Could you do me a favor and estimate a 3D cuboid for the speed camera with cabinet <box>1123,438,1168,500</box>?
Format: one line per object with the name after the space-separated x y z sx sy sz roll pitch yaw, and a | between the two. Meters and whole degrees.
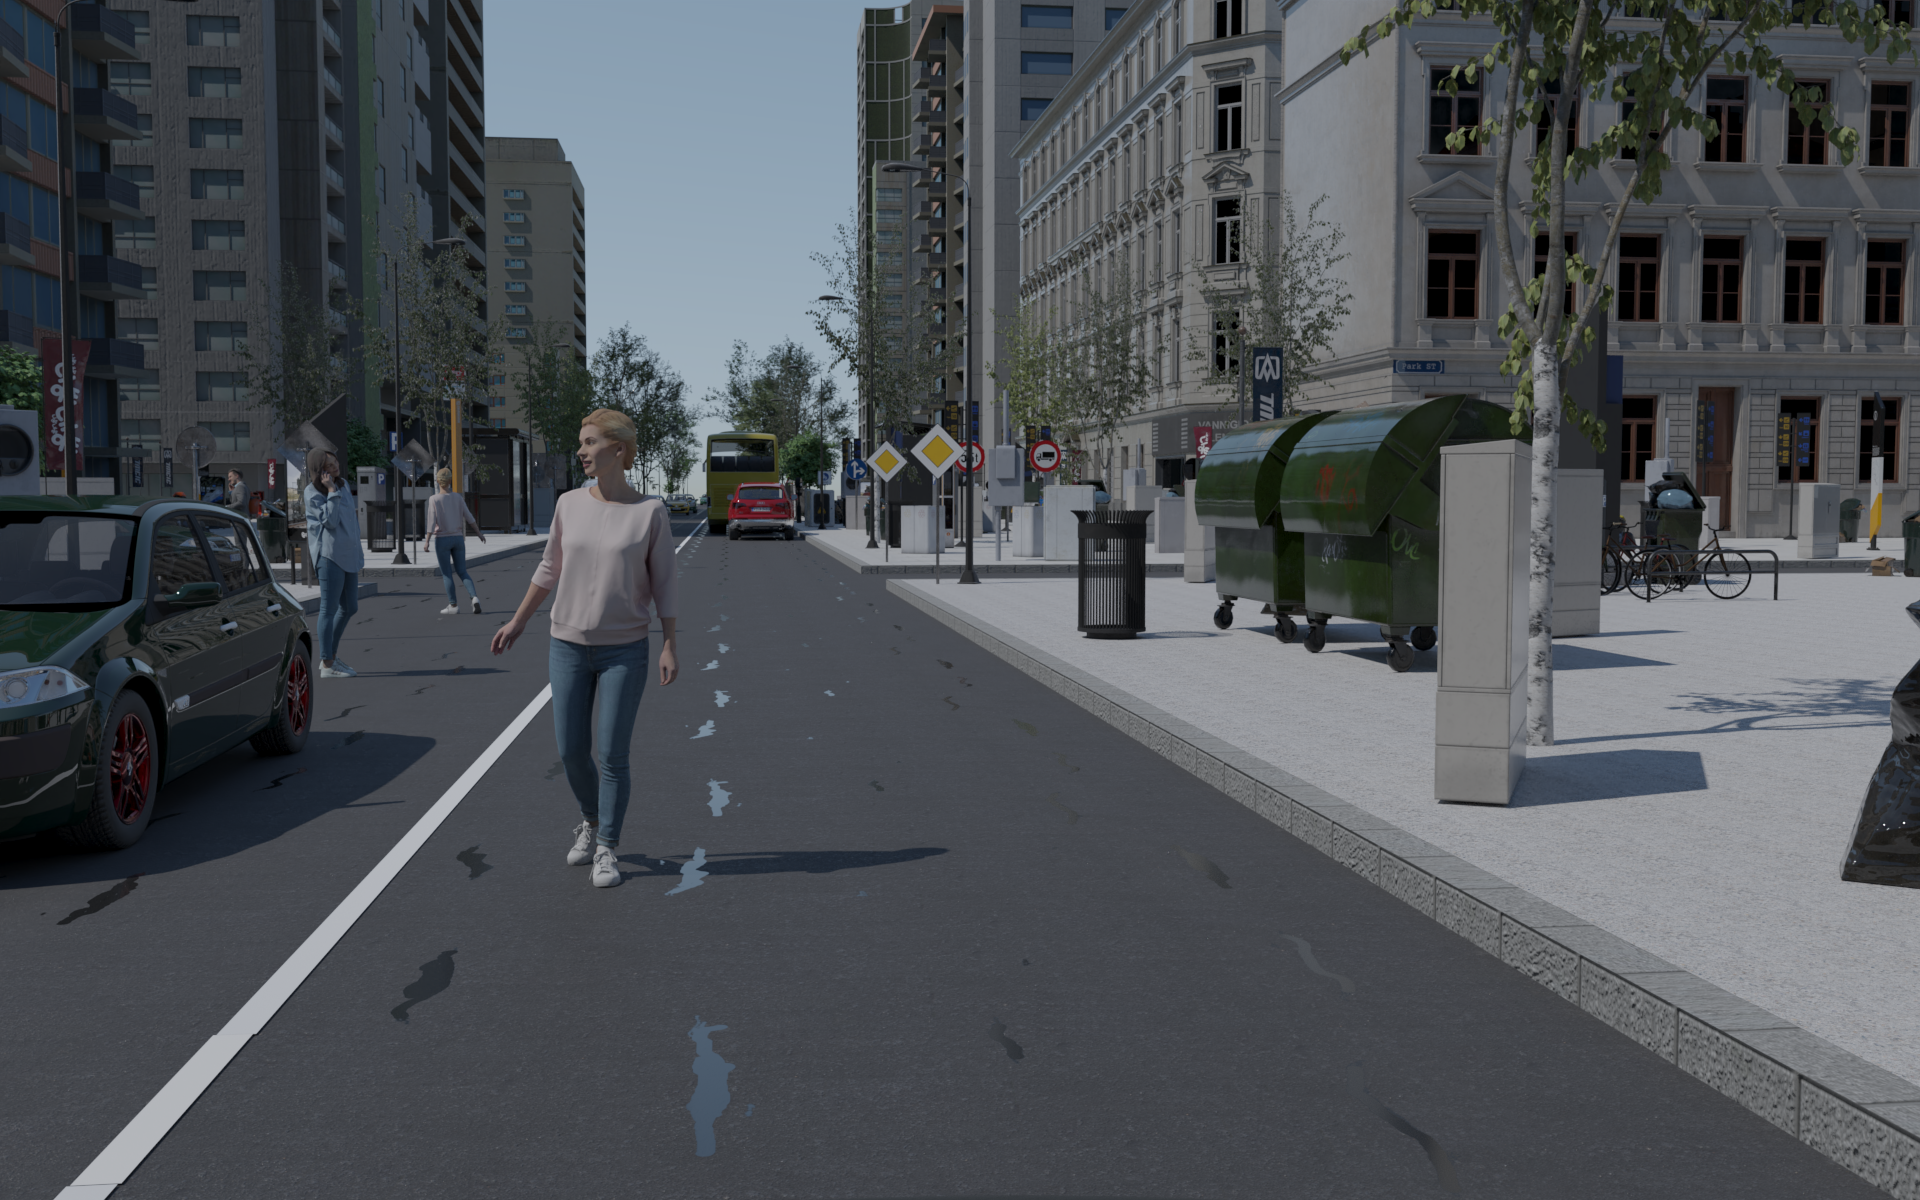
6.693 -4.153 62.244 0.660 3.252 2.038 3 5 43 | speed camera with cabinet

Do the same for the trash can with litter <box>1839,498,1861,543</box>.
23.326 -2.093 45.600 1.055 1.170 0.624 -2 4 -35 | trash can with litter

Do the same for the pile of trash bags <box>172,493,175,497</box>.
-34.192 -4.236 79.007 3.447 1.369 1.912 0 4 -2 | pile of trash bags

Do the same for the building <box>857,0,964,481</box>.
-6.395 -50.019 256.064 20.563 71.187 20.611 0 4 -8 | building

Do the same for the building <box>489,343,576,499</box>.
-62.795 -22.532 213.445 27.650 21.520 28.899 0 4 -8 | building

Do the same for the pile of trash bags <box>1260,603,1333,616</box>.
4.706 -0.598 19.535 1.912 1.369 3.447 2 4 28 | pile of trash bags

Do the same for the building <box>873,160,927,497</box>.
-3.955 -32.533 215.506 14.154 41.232 14.086 0 4 -8 | building

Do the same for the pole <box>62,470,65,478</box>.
-15.915 -2.264 30.861 0.158 3.312 0.155 0 3 0 | pole

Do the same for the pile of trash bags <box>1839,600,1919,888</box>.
4.397 0.290 5.006 1.912 1.369 3.447 -2 4 -29 | pile of trash bags

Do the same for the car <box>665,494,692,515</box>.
-19.217 -6.555 117.394 2.015 1.641 3.980 -1 4 -9 | car

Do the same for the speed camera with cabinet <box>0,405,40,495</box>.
-21.763 -2.813 40.323 0.660 3.252 2.038 2 4 32 | speed camera with cabinet

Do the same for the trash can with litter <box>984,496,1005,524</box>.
1.262 -3.966 75.896 1.678 1.210 2.233 0 4 -1 | trash can with litter

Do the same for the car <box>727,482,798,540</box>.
-6.327 -2.857 55.381 2.281 1.827 5.304 0 4 -6 | car

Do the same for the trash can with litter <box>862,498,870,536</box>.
-2.438 -2.557 53.192 1.055 1.170 0.624 -1 4 -18 | trash can with litter

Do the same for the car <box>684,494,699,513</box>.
-20.740 -7.255 130.422 2.131 1.459 4.920 0 4 -7 | car

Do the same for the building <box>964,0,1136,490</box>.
10.803 -35.867 128.427 21.231 58.520 28.212 0 4 -8 | building

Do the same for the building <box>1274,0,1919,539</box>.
21.069 -13.325 54.018 21.152 22.565 11.583 0 4 -8 | building

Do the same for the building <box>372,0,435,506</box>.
-50.701 -32.144 114.798 28.713 52.752 27.495 0 4 -8 | building

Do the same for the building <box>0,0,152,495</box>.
-41.077 -24.595 56.748 22.147 44.769 28.867 0 4 -8 | building

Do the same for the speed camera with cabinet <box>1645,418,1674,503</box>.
18.665 -3.149 45.820 0.660 3.252 2.038 3 4 36 | speed camera with cabinet

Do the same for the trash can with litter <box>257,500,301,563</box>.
-12.503 -1.273 32.198 1.055 1.170 0.624 -1 4 -10 | trash can with litter

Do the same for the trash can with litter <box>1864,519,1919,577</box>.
14.642 -0.946 26.862 1.055 1.170 0.624 2 4 35 | trash can with litter

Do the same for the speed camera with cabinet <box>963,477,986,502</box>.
1.318 -5.176 78.970 2.038 3.252 0.660 0 4 8 | speed camera with cabinet

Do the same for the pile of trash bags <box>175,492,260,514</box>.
-29.423 -3.664 69.665 1.912 1.369 3.447 1 4 17 | pile of trash bags

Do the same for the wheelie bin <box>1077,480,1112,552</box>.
2.926 -1.876 38.582 0.980 1.594 0.693 2 4 32 | wheelie bin

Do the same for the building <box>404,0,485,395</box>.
-50.558 -31.557 139.664 21.300 48.544 21.600 0 4 -8 | building

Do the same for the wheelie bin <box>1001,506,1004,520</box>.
2.239 -4.842 87.079 0.980 1.594 0.693 1 4 17 | wheelie bin

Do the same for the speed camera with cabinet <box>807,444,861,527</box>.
-4.935 -4.486 67.687 2.038 3.252 0.660 -1 4 -19 | speed camera with cabinet

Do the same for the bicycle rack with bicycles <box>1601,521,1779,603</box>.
8.591 -0.503 21.604 2.925 0.926 2.852 -1 4 -13 | bicycle rack with bicycles

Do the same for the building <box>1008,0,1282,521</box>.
14.382 -19.063 88.097 17.030 29.872 44.131 0 4 -8 | building

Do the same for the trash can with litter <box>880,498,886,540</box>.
-1.744 -2.238 47.974 1.055 1.170 0.624 1 4 15 | trash can with litter

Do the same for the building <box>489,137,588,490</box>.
-63.047 -37.573 238.012 21.300 48.544 21.600 0 4 -8 | building

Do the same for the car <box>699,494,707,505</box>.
-32.725 -13.010 224.518 2.131 1.459 4.920 0 4 -6 | car

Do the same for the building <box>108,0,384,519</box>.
-39.919 -25.050 93.161 14.154 41.232 14.086 0 4 -8 | building

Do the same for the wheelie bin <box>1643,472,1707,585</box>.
10.135 -1.021 24.605 0.693 1.594 0.980 0 4 -3 | wheelie bin

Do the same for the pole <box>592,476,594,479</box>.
-21.795 -6.669 102.873 0.158 3.312 0.155 0 3 0 | pole

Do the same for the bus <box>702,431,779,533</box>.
-8.454 -4.585 66.512 2.896 3.916 12.252 -1 4 -8 | bus

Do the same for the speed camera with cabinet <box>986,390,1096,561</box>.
1.578 -2.379 33.230 2.038 3.252 0.660 0 4 4 | speed camera with cabinet

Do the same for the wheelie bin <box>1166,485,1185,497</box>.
7.522 -3.178 59.861 0.693 1.594 0.980 2 4 34 | wheelie bin

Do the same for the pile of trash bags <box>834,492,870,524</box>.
-4.584 -4.017 75.425 1.912 1.369 3.447 1 4 20 | pile of trash bags

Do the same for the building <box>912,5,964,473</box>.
7.320 -30.734 157.122 22.147 44.769 28.867 0 4 -8 | building

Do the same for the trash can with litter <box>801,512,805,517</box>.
-8.981 -5.318 98.342 1.055 1.170 0.624 -2 4 -34 | trash can with litter

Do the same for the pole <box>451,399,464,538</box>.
-10.783 -2.649 37.158 0.158 3.312 0.155 0 3 0 | pole

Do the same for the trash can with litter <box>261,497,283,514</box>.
-16.383 -1.873 41.689 1.678 1.210 2.233 1 4 15 | trash can with litter

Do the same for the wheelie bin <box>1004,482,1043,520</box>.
1.705 -2.231 44.380 0.980 1.594 0.693 0 4 7 | wheelie bin
